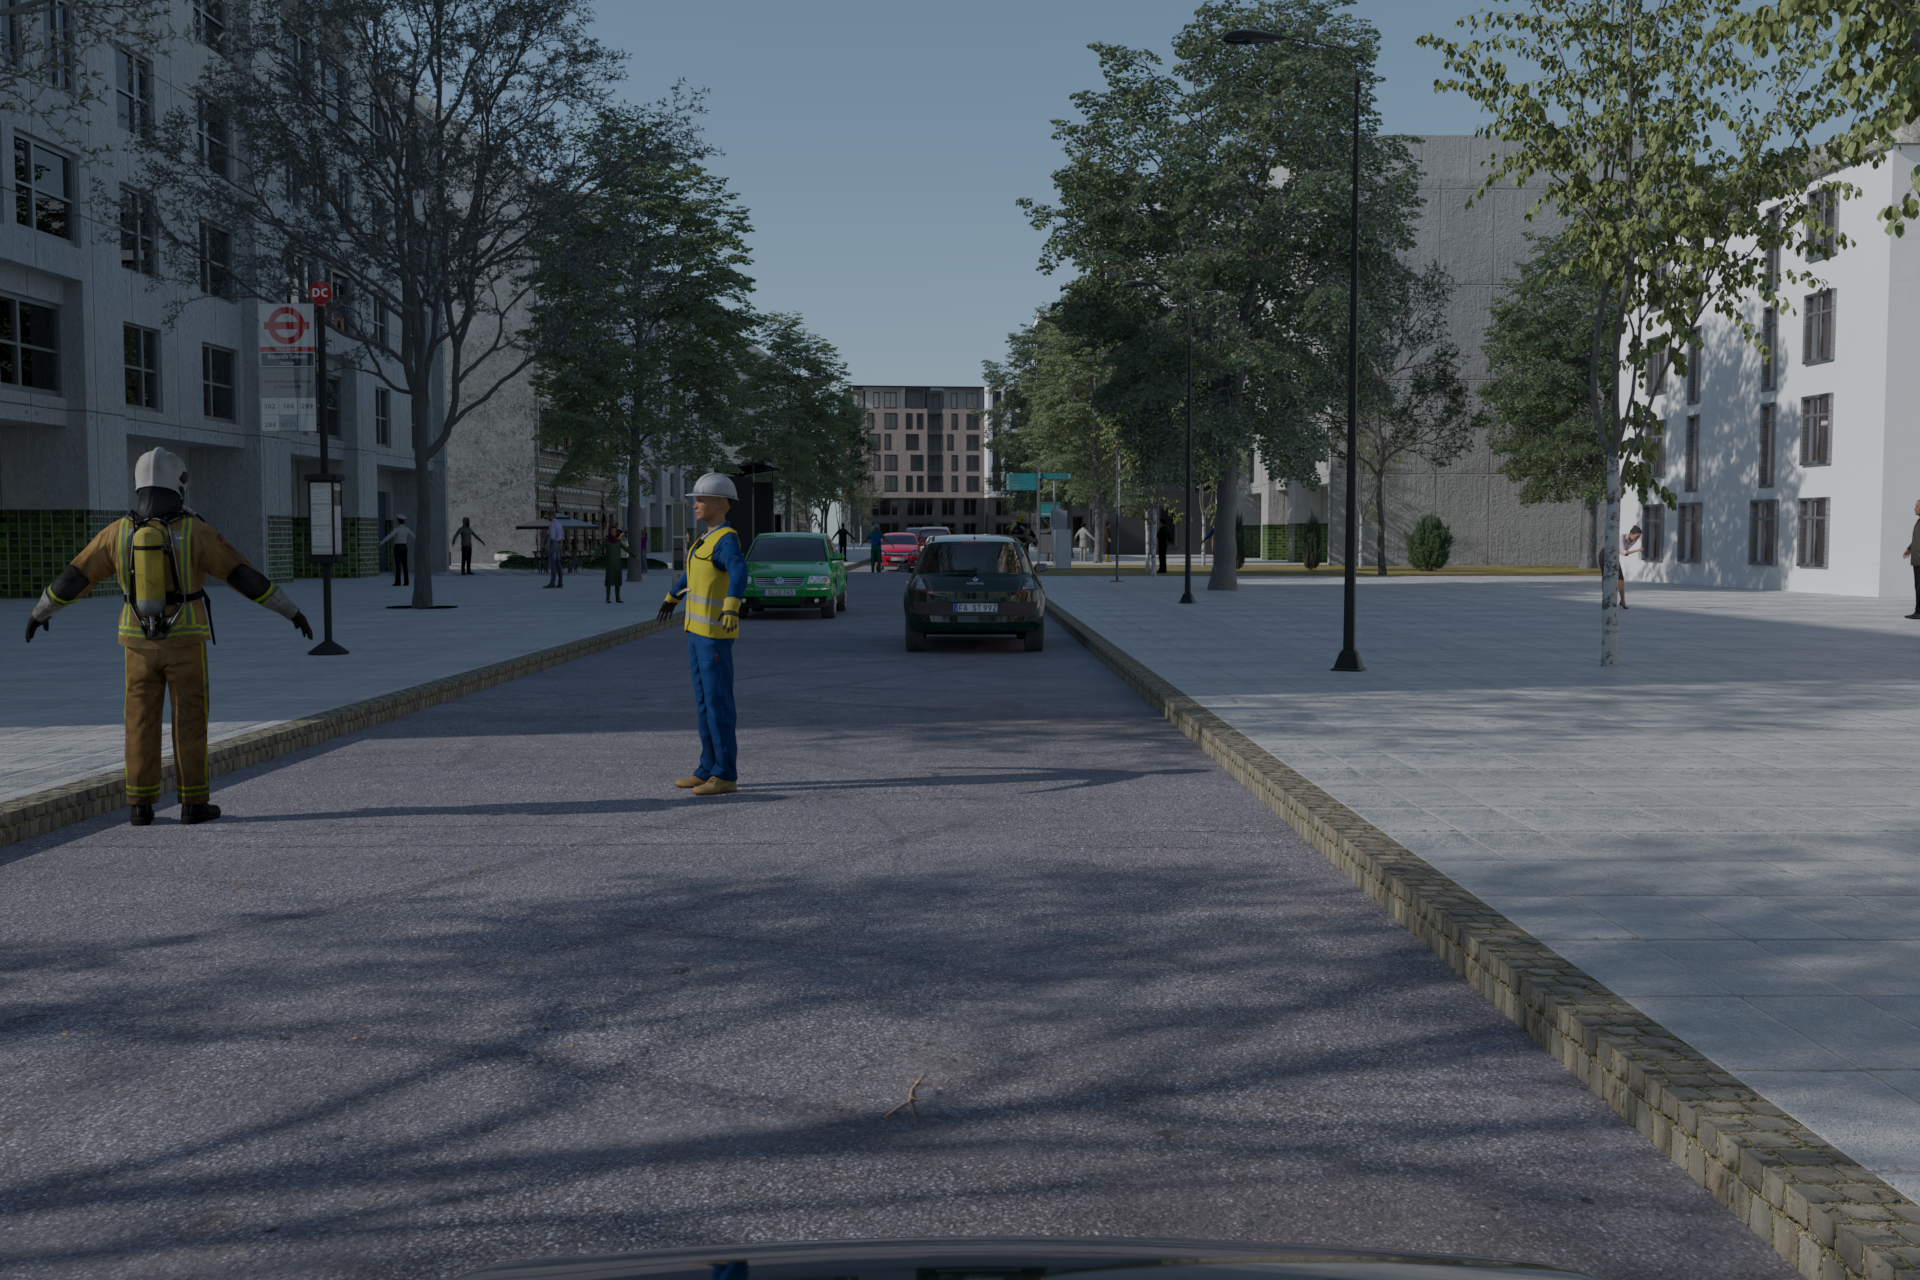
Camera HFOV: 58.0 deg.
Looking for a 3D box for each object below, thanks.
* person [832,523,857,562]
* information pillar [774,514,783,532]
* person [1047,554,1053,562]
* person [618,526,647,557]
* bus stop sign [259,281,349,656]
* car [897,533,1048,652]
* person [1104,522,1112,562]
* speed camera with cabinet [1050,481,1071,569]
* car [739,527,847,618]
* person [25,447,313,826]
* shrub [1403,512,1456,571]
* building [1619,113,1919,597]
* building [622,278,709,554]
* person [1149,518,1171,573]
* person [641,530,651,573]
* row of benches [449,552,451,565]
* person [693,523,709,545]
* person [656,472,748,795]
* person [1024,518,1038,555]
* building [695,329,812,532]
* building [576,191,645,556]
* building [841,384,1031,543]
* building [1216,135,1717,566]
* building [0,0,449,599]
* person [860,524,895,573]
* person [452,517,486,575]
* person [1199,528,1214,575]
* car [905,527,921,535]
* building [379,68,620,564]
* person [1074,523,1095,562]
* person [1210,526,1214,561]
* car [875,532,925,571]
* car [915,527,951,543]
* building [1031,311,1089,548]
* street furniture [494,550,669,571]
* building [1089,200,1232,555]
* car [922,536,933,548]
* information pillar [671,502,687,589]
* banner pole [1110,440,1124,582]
[{"bbox_3d":[-5.415,-4.536,80.382,1.346,1.802,0.704,2,4,25],"label":"person"},{"bbox_3d":[-6.529,-3.538,62.343,0.304,2.012,0.304,0,4,2],"label":"information pillar"},{"bbox_3d":[4.247,-4.568,80.965,1.348,1.796,0.705,2,4,28],"label":"person"},{"bbox_3d":[-14.060,-4.158,74.128,1.345,1.843,0.704,-2,4,-26],"label":"person"},{"bbox_3d":[-6.956,-1.814,18.356,0.855,3.939,0.416,0,4,-1],"label":"bus stop sign"},{"bbox_3d":[0.166,-0.779,22.518,2.009,1.686,4.222,0,4,0],"label":"car"},{"bbox_3d":[6.760,-4.451,78.904,0.704,1.812,1.346,0,4,4],"label":"person"},{"bbox_3d":[3.724,-4.245,63.743,0.660,3.252,2.038,0,4,-2],"label":"speed camera with cabinet"},{"bbox_3d":[-2.994,-1.348,30.840,1.959,1.807,4.718,0,4,0],"label":"car"},{"bbox_3d":[-3.936,-0.022,8.593,1.354,1.858,0.705,-1,4,-10],"label":"person"},{"bbox_3d":[16.147,-3.400,59.626,1.661,2.075,1.752,0,3,0],"label":"shrub"},{"bbox_3d":[23.087,-5.675,34.931,9.099,9.664,28.070,0,4,-1],"label":"building"},{"bbox_3d":[-29.145,-16.022,128.420,16.747,18.905,31.486,0,4,-1],"label":"building"},{"bbox_3d":[6.624,-3.101,56.886,0.705,1.806,1.347,2,4,35],"label":"person"},{"bbox_3d":[-10.465,-2.917,56.960,0.991,1.433,0.599,3,5,41],"label":"person"},{"bbox_3d":[-21.511,-3.308,69.554,1.422,0.672,4.104,0,4,5],"label":"row of benches"},{"bbox_3d":[-7.799,-2.918,54.438,1.216,1.740,0.721,-1,4,-21],"label":"person"},{"bbox_3d":[-1.451,-0.043,9.629,0.721,1.772,1.216,-2,4,-27],"label":"person"},{"bbox_3d":[2.304,-3.467,62.463,1.354,1.856,0.705,-2,4,-32],"label":"person"},{"bbox_3d":[-25.121,-21.054,175.166,19.493,23.208,18.063,0,4,0],"label":"building"},{"bbox_3d":[-24.925,-14.715,97.005,16.016,20.090,11.380,0,4,-1],"label":"building"},{"bbox_3d":[-0.125,-24.573,248.192,32.646,21.610,27.936,0,4,-7],"label":"building"},{"bbox_3d":[23.379,-13.399,85.532,16.747,18.905,31.486,0,3,0],"label":"building"},{"bbox_3d":[-25.675,-10.780,42.715,16.747,18.905,31.486,0,4,0],"label":"building"},{"bbox_3d":[-3.068,-3.364,63.588,1.347,1.817,0.704,1,4,16],"label":"person"},{"bbox_3d":[-15.453,-2.946,54.298,0.705,1.813,1.348,2,4,31],"label":"person"},{"bbox_3d":[8.005,-2.924,53.783,1.349,1.833,0.705,-2,4,-34],"label":"person"},{"bbox_3d":[-2.356,-5.560,99.572,2.281,1.827,5.304,0,4,0],"label":"car"},{"bbox_3d":[-27.511,-15.428,83.169,19.493,23.208,18.063,0,4,0],"label":"building"},{"bbox_3d":[5.798,-4.570,80.903,1.347,1.806,0.705,3,5,43],"label":"person"},{"bbox_3d":[12.128,-4.650,82.833,0.721,1.733,1.217,3,5,42],"label":"person"},{"bbox_3d":[-2.378,-3.604,67.959,2.155,1.783,4.494,0,4,0],"label":"car"},{"bbox_3d":[-1.285,-4.908,88.923,2.281,1.827,5.304,0,4,0],"label":"car"},{"bbox_3d":[21.014,-20.271,175.402,27.936,21.610,32.646,0,3,0],"label":"building"},{"bbox_3d":[-14.581,-3.023,65.059,5.734,0.657,10.072,-1,4,-21],"label":"street furniture"},{"bbox_3d":[22.859,-17.036,122.519,27.936,21.610,32.646,0,4,0],"label":"building"},{"bbox_3d":[-0.687,-3.703,72.912,2.083,1.381,4.827,0,4,0],"label":"car"},{"bbox_3d":[-6.376,-2.132,39.357,0.304,2.012,0.304,0,4,1],"label":"information pillar"},{"bbox_3d":[4.220,-3.435,46.185,0.401,3.779,0.863,0,4,0],"label":"banner pole"}]
